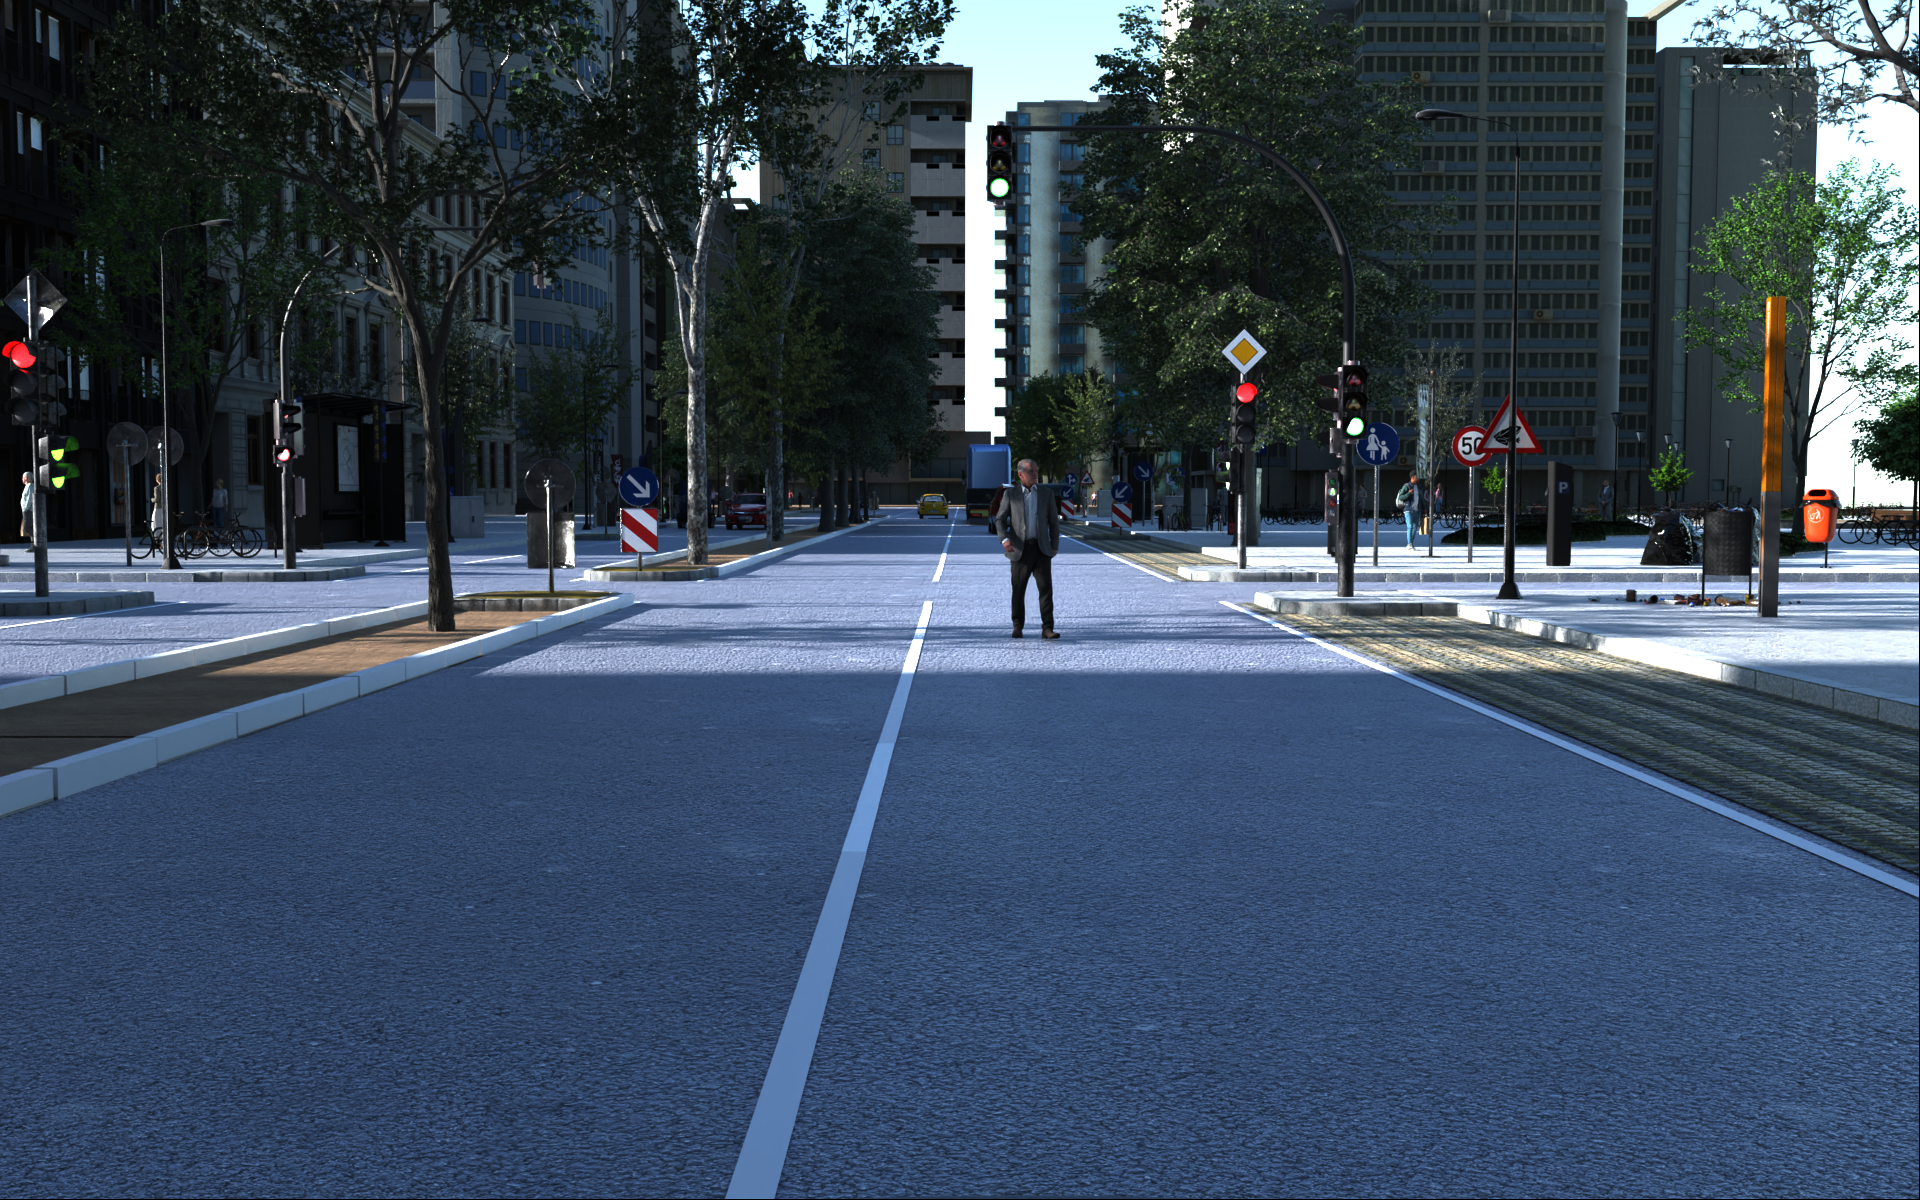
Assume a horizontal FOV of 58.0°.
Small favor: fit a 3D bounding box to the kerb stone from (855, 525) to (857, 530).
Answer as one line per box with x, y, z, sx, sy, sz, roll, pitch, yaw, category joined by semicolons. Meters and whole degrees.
-4.223;-2.777;67.606;0.120;0.150;1.000;0;3;0;kerb stone

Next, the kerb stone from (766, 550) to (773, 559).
-4.265;-0.959;37.873;0.120;0.150;1.000;0;3;0;kerb stone

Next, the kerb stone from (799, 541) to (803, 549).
-4.253;-1.397;45.042;0.120;0.150;1.000;0;3;0;kerb stone

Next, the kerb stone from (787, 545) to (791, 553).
-4.260;-1.210;41.975;0.120;0.150;1.000;0;3;0;kerb stone

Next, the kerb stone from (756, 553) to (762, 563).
-4.265;-0.832;35.829;0.120;0.150;1.000;0;3;0;kerb stone

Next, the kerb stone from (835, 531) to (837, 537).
-4.237;-2.149;57.339;0.120;0.150;1.000;0;3;0;kerb stone

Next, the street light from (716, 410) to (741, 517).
-12.782;-7.521;95.506;1.470;5.913;1.316;0;3;0;street light

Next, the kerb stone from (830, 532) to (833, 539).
-4.235;-2.023;55.295;0.120;0.150;1.000;0;3;0;kerb stone

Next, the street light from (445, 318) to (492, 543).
-13.009;-4.477;45.740;1.470;5.913;1.316;0;3;0;street light

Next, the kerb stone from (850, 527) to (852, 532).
-4.225;-2.588;64.514;0.120;0.150;1.000;0;3;0;kerb stone

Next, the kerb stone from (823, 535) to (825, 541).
-4.241;-1.836;52.220;0.120;0.150;1.000;0;3;0;kerb stone

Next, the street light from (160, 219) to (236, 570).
-12.942;-3.480;29.434;1.470;5.913;1.316;0;3;0;street light

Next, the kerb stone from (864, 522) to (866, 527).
-4.211;-3.148;73.743;0.120;0.150;1.000;0;3;0;kerb stone

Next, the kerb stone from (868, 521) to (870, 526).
-4.209;-3.341;76.820;0.120;0.150;1.000;0;3;0;kerb stone

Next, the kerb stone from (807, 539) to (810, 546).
-4.251;-1.521;47.086;0.120;0.150;1.000;0;3;0;kerb stone

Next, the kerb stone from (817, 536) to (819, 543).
-4.250;-1.710;50.169;0.120;0.150;1.000;0;3;0;kerb stone

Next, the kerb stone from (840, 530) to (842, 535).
-4.226;-2.270;59.384;0.120;0.150;1.000;0;3;0;kerb stone

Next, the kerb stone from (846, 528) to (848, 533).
-4.224;-2.463;62.464;0.120;0.150;1.000;0;3;0;kerb stone

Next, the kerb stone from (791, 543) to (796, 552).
-4.252;-1.272;42.997;0.120;0.150;1.000;0;3;0;kerb stone

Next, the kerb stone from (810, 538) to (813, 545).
-4.252;-1.584;48.109;0.120;0.150;1.000;0;3;0;kerb stone

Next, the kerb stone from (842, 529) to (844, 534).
-4.235;-2.333;60.406;0.120;0.150;1.000;0;3;0;kerb stone

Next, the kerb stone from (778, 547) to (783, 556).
-4.261;-1.082;39.918;0.120;0.150;1.000;0;3;0;kerb stone

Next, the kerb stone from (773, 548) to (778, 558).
-4.265;-1.021;38.895;0.120;0.150;1.000;0;3;0;kerb stone

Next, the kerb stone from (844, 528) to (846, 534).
-4.231;-2.400;61.438;0.120;0.150;1.000;0;3;0;kerb stone

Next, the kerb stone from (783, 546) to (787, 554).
-4.262;-1.146;40.945;0.120;0.150;1.000;0;3;0;kerb stone

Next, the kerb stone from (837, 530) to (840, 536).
-4.234;-2.212;58.361;0.120;0.150;1.000;0;3;0;kerb stone

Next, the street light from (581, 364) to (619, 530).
-12.872;-5.474;62.045;1.470;5.913;1.316;0;3;0;street light

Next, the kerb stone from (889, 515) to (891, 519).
-4.182;-4.720;99.368;0.120;0.150;1.000;0;3;0;kerb stone

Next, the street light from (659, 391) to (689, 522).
-12.951;-6.472;78.356;1.470;5.913;1.316;0;3;0;street light

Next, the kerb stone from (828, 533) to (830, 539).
-4.243;-1.961;54.265;0.120;0.150;1.000;0;3;0;kerb stone

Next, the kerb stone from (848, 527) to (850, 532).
-4.230;-2.525;63.486;0.120;0.150;1.000;0;3;0;kerb stone

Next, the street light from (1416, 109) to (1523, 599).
6.202;-2.969;21.087;1.470;5.913;1.316;0;3;0;street light

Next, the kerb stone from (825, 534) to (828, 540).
-4.234;-1.899;53.243;0.120;0.150;1.000;0;3;0;kerb stone

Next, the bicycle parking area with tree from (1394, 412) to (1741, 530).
22.014;-4.656;63.135;9.016;4.147;8.231;-1;4;-13;bicycle parking area with tree

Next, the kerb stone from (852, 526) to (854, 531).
-4.218;-2.652;65.548;0.120;0.150;1.000;0;3;0;kerb stone

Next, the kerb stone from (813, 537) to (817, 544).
-4.242;-1.648;49.135;0.120;0.150;1.000;0;3;0;kerb stone

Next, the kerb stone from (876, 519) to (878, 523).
-4.199;-3.780;83.998;0.120;0.150;1.000;0;3;0;kerb stone

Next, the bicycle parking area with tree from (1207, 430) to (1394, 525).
15.594;-5.405;75.366;9.016;4.147;8.231;0;4;-1;bicycle parking area with tree

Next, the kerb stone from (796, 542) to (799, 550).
-4.256;-1.331;44.020;0.120;0.150;1.000;0;3;0;kerb stone

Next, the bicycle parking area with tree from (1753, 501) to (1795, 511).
32.384;-5.713;80.417;8.231;4.147;9.016;-3;5;-41;bicycle parking area with tree

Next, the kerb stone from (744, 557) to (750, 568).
-4.264;-0.705;33.779;0.120;0.150;1.000;0;3;0;kerb stone

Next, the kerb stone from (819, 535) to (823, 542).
-4.239;-1.774;51.194;0.120;0.150;1.000;0;3;0;kerb stone

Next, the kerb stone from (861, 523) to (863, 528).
-4.210;-3.026;71.697;0.120;0.150;1.000;0;3;0;kerb stone

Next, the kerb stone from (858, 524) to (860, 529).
-4.211;-2.903;69.652;0.120;0.150;1.000;0;3;0;kerb stone

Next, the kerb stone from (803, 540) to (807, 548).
-4.250;-1.460;46.064;0.120;0.150;1.000;0;3;0;kerb stone

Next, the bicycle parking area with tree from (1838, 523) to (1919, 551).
25.470;-3.261;40.325;9.016;4.147;8.231;2;4;28;bicycle parking area with tree

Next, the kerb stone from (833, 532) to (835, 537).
-4.234;-2.086;56.317;0.120;0.150;1.000;0;3;0;kerb stone

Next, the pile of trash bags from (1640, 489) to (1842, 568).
13.900;-1.291;30.860;1.912;1.369;3.447;-3;5;-41;pile of trash bags

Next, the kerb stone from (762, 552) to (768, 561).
-4.266;-0.895;36.851;0.120;0.150;1.000;0;3;0;kerb stone

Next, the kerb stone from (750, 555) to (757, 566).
-4.257;-0.768;34.802;0.120;0.150;1.000;0;3;0;kerb stone
